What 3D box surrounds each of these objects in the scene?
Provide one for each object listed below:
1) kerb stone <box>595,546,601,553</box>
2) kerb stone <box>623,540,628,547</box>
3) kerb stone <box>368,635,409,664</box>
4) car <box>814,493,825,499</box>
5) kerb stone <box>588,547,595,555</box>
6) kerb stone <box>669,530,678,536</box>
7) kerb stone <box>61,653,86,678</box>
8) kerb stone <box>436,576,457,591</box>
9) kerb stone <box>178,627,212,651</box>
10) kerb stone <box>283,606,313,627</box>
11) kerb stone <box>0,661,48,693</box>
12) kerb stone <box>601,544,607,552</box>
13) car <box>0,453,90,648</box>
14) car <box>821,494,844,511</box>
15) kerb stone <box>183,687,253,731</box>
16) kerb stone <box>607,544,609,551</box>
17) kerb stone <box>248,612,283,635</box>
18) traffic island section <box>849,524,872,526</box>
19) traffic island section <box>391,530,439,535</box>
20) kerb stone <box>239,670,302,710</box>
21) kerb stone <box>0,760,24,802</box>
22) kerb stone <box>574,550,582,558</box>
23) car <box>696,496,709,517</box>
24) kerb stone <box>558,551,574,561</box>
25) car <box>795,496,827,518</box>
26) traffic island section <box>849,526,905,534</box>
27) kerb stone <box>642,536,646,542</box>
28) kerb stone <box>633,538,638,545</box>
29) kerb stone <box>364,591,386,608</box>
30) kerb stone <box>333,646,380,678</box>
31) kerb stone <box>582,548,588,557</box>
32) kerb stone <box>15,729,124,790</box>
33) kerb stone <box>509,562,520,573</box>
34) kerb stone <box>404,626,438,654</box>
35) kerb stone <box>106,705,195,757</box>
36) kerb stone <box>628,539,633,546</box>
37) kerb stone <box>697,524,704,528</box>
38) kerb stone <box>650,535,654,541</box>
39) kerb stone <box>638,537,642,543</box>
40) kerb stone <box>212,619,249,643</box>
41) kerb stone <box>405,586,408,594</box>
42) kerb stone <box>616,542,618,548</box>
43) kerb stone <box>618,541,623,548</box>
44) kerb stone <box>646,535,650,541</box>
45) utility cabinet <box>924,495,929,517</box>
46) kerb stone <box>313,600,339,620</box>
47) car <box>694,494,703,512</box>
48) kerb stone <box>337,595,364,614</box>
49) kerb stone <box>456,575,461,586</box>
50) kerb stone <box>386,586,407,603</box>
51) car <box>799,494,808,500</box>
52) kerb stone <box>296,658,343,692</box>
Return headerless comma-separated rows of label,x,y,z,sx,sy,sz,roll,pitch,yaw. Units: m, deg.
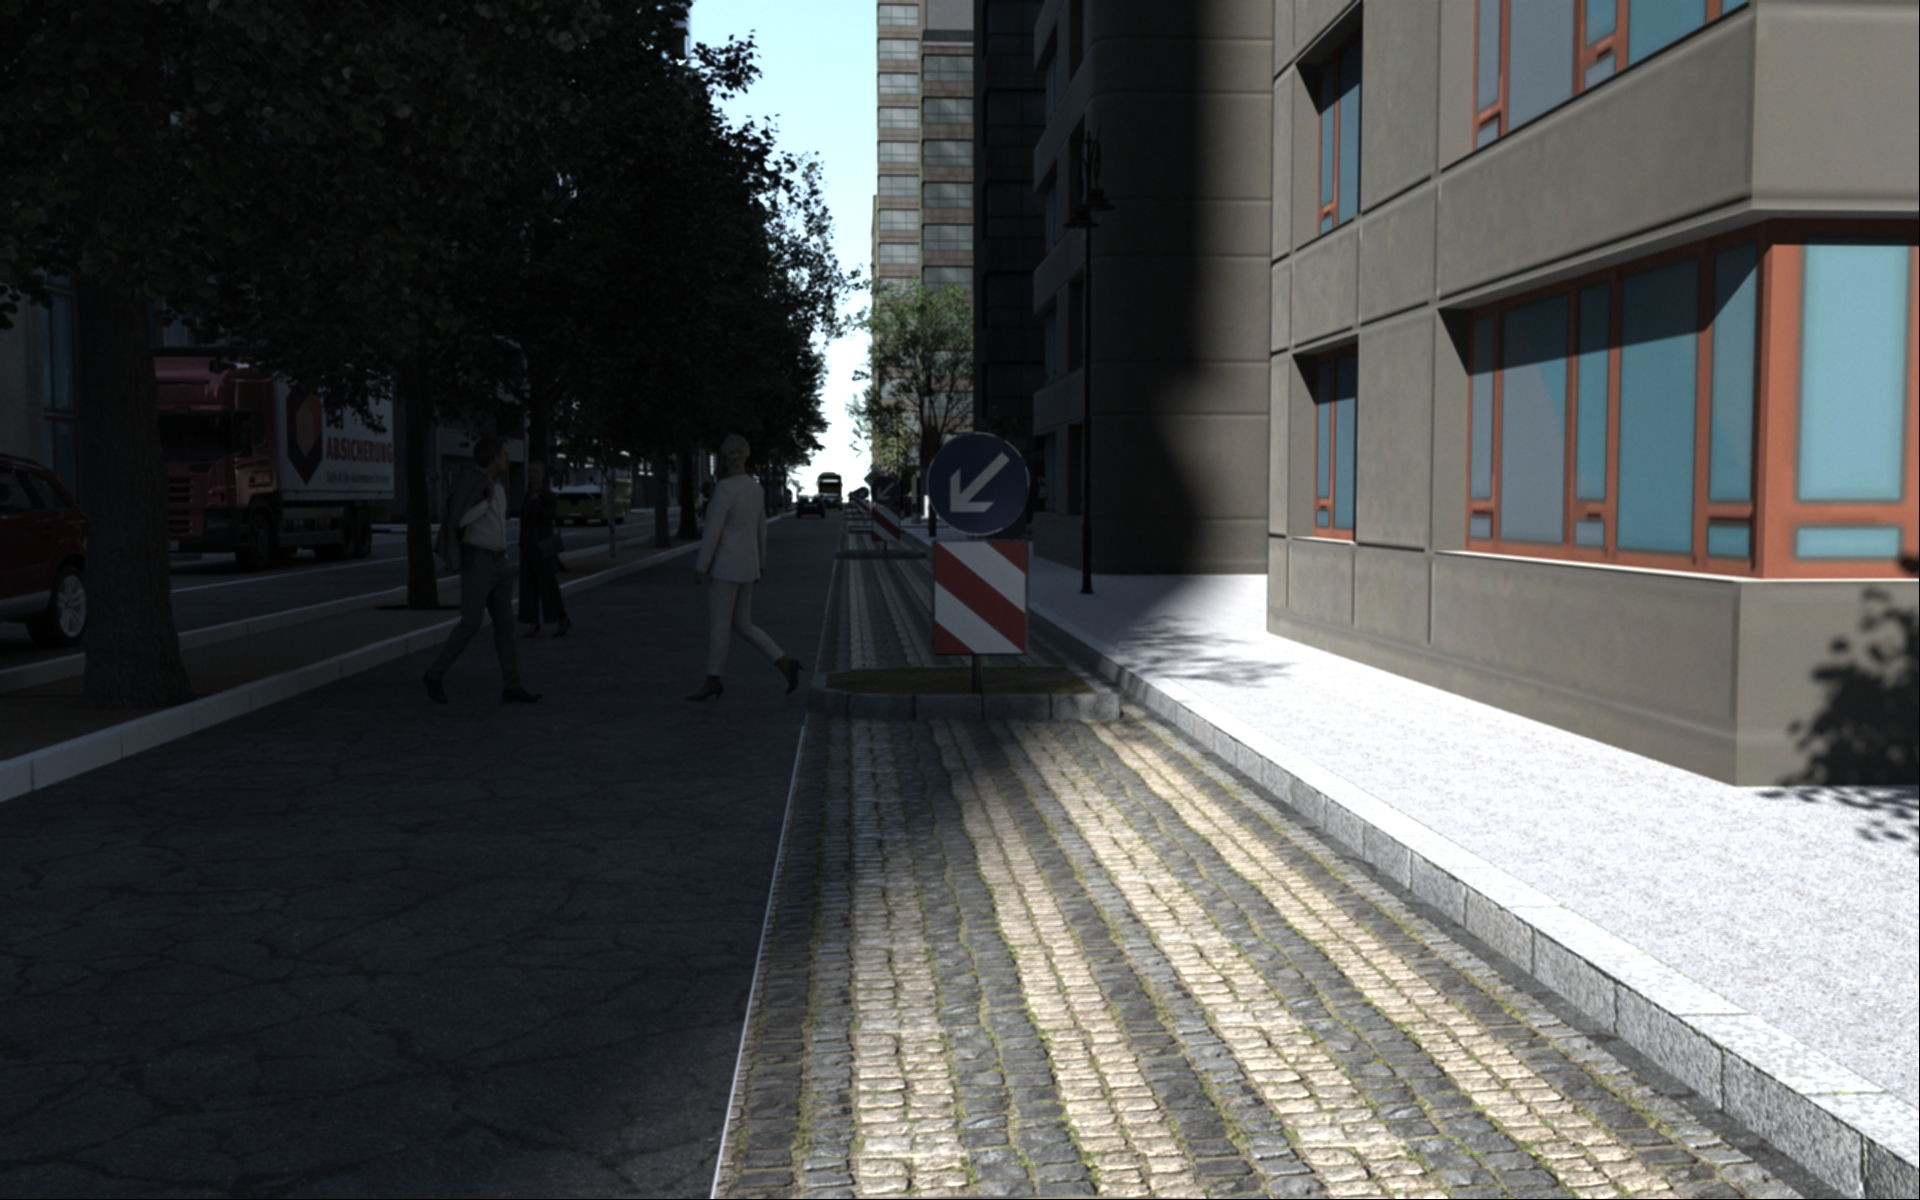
kerb stone,-8.795,-1.179,41.473,0.120,0.150,1.000,0,4,-4
kerb stone,-9.126,-1.491,46.579,0.120,0.150,1.000,0,4,-4
kerb stone,-4.981,0.442,14.995,0.120,0.150,1.000,0,4,-4
car,-13.180,-9.507,164.486,2.155,1.783,4.494,0,4,-5
kerb stone,-8.728,-1.111,40.454,0.120,0.150,1.000,0,4,-4
kerb stone,-10.052,-2.367,60.888,0.120,0.150,1.000,0,4,-4
kerb stone,-7.010,0.509,13.874,0.120,0.150,1.000,0,4,-4
kerb stone,-7.796,-0.238,26.132,0.120,0.150,1.000,0,4,-4
kerb stone,-7.139,0.384,15.914,0.120,0.150,1.000,0,4,-4
kerb stone,-7.335,0.198,18.979,0.120,0.150,1.000,0,4,-4
kerb stone,-6.935,0.572,12.848,0.120,0.150,1.000,0,4,-4
kerb stone,-8.859,-1.239,42.494,0.120,0.150,1.000,0,4,-4
car,-9.237,-0.366,14.665,2.281,1.827,5.304,0,4,-3
car,-11.130,-8.460,150.126,2.131,1.459,4.920,0,4,-4
kerb stone,-4.705,0.693,10.914,0.120,0.150,1.000,0,4,-4
kerb stone,-8.925,-1.298,43.518,0.120,0.150,1.000,0,4,-4
kerb stone,-7.268,0.259,17.958,0.120,0.150,1.000,0,4,-4
traffic island section,-3.567,-3.003,71.379,2.009,0.180,2.903,0,4,-4
traffic island section,-19.109,-2.453,62.380,2.009,0.180,2.903,0,4,-4
kerb stone,-4.773,0.628,11.935,0.120,0.150,1.000,0,4,-4
kerb stone,-4.508,0.878,7.847,0.120,0.150,1.000,0,4,-4
kerb stone,-8.587,-0.992,38.409,0.120,0.150,1.000,0,4,-4
car,-15.936,-6.199,111.584,2.015,1.641,3.980,0,4,-3
kerb stone,-8.524,-0.928,37.383,0.120,0.150,1.000,0,4,-4
car,-8.936,-5.573,103.703,1.945,1.354,3.894,0,4,-5
traffic island section,-3.051,-2.516,63.411,2.009,0.180,2.903,0,4,-4
kerb stone,-9.384,-1.741,50.661,0.120,0.150,1.000,0,4,-4
kerb stone,-9.246,-1.614,48.621,0.120,0.150,1.000,0,4,-4
kerb stone,-7.529,0.014,22.041,0.120,0.150,1.000,0,4,-4
kerb stone,-4.900,0.507,13.976,0.120,0.150,1.000,0,4,-4
kerb stone,-8.659,-1.052,39.429,0.120,0.150,1.000,0,4,-4
kerb stone,-4.567,0.815,8.867,0.120,0.150,1.000,0,4,-4
kerb stone,-8.195,-0.616,32.263,0.120,0.150,1.000,0,4,-4
kerb stone,-5.034,0.378,16.016,0.120,0.150,1.000,0,4,-4
kerb stone,-4.636,0.753,9.887,0.120,0.150,1.000,0,4,-4
kerb stone,-9.180,-1.551,47.600,0.120,0.150,1.000,0,4,-4
kerb stone,-10.817,-3.089,72.737,0.120,0.150,1.000,0,4,-4
kerb stone,-9.517,-1.867,52.715,0.120,0.150,1.000,0,4,-4
kerb stone,-9.315,-1.679,49.641,0.120,0.150,1.000,0,4,-4
kerb stone,-7.208,0.324,16.934,0.120,0.150,1.000,0,4,-4
kerb stone,-7.665,-0.116,24.086,0.120,0.150,1.000,0,4,-4
kerb stone,-8.987,-1.366,44.538,0.120,0.150,1.000,0,4,-4
kerb stone,-9.059,-1.426,45.557,0.120,0.150,1.000,0,4,-4
kerb stone,-9.452,-1.804,51.690,0.120,0.150,1.000,0,4,-4
utility cabinet,-1.849,-5.294,97.721,0.306,1.237,1.020,0,4,3
kerb stone,-7.407,0.138,19.998,0.120,0.150,1.000,0,4,-4
car,-20.567,-7.994,140.931,2.015,1.641,3.980,0,4,-2
kerb stone,-7.464,0.072,21.019,0.120,0.150,1.000,0,4,-4
kerb stone,-7.864,-0.303,27.152,0.120,0.150,1.000,0,4,-4
kerb stone,-7.591,-0.045,23.067,0.120,0.150,1.000,0,4,-4
car,-26.139,-16.998,289.912,2.014,1.417,4.499,0,4,-5
kerb stone,-4.842,0.575,12.956,0.120,0.150,1.000,0,4,-4
